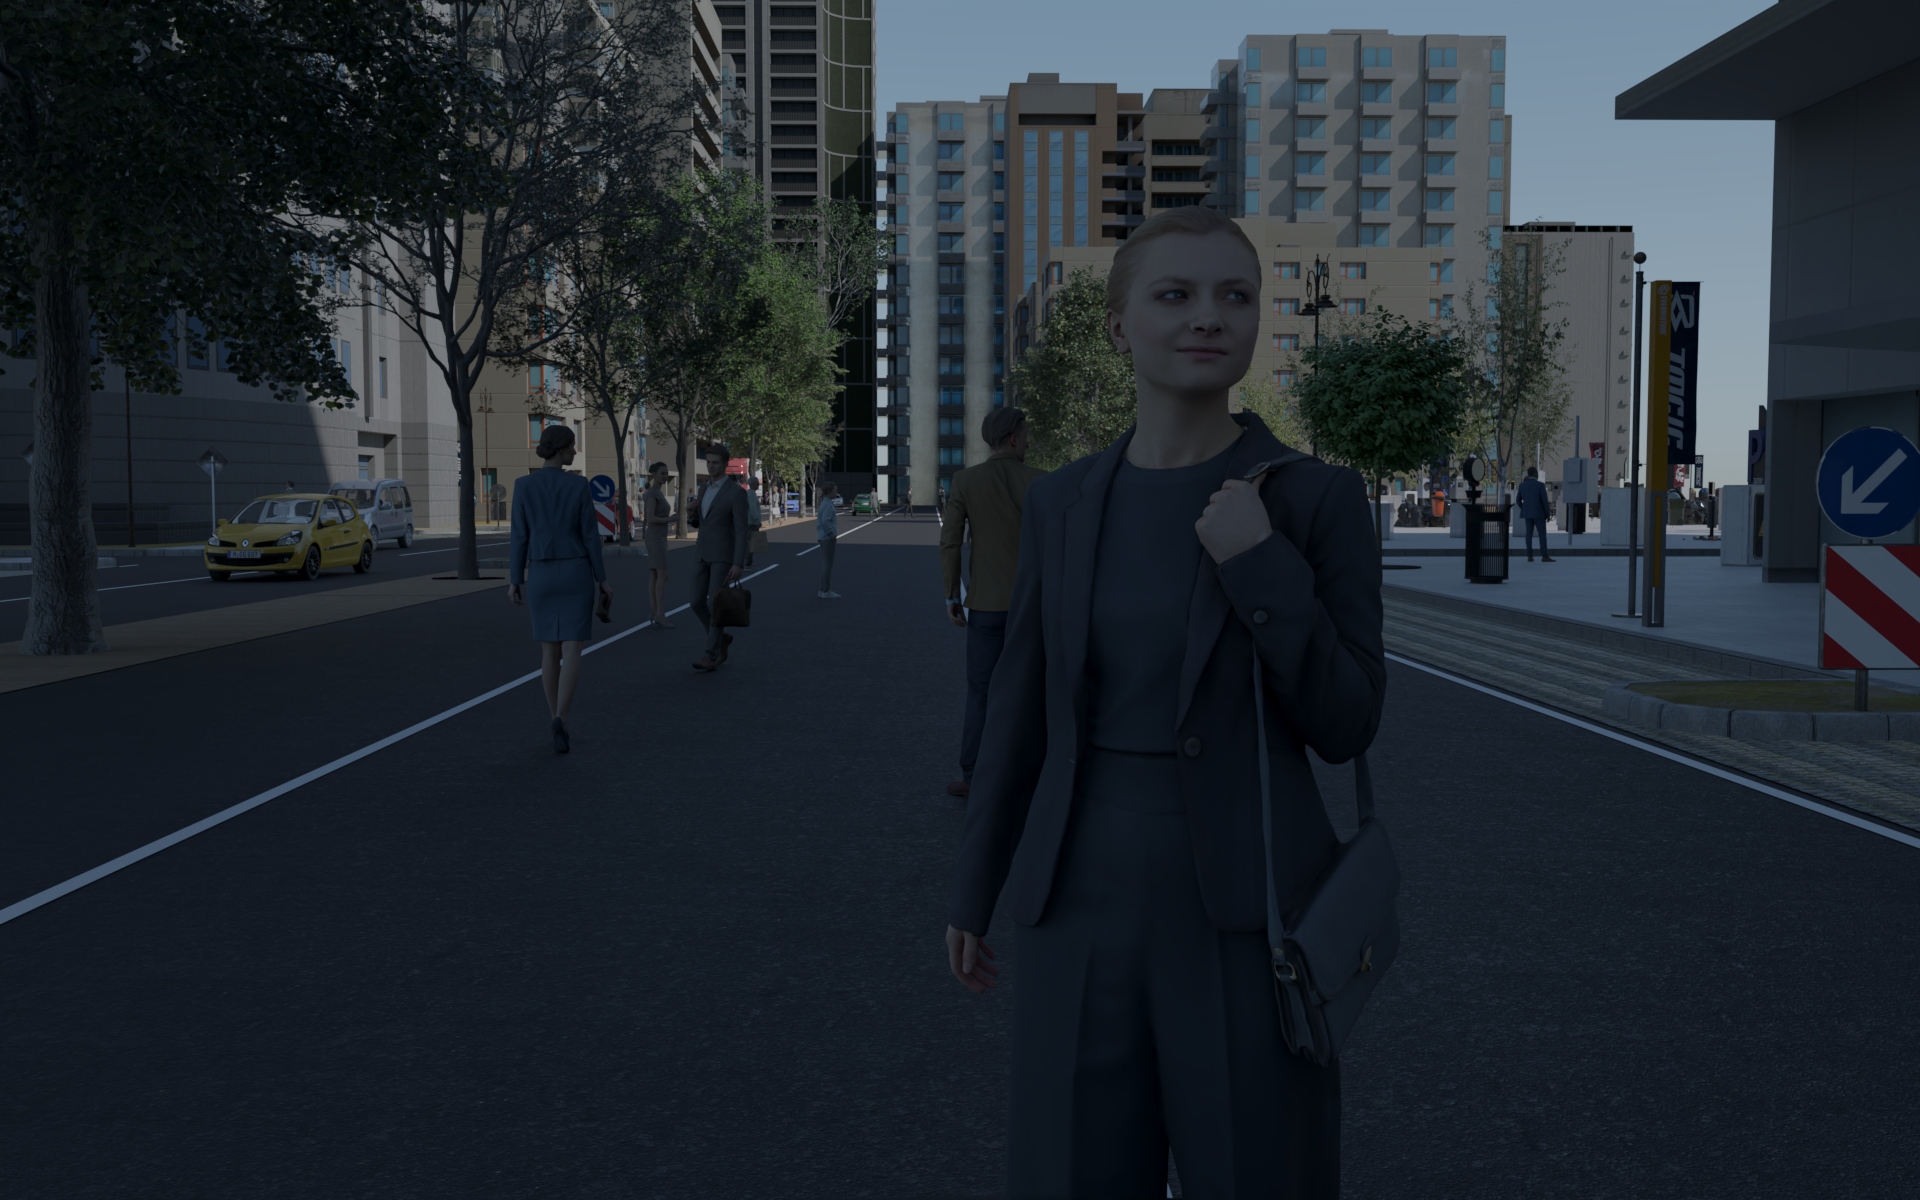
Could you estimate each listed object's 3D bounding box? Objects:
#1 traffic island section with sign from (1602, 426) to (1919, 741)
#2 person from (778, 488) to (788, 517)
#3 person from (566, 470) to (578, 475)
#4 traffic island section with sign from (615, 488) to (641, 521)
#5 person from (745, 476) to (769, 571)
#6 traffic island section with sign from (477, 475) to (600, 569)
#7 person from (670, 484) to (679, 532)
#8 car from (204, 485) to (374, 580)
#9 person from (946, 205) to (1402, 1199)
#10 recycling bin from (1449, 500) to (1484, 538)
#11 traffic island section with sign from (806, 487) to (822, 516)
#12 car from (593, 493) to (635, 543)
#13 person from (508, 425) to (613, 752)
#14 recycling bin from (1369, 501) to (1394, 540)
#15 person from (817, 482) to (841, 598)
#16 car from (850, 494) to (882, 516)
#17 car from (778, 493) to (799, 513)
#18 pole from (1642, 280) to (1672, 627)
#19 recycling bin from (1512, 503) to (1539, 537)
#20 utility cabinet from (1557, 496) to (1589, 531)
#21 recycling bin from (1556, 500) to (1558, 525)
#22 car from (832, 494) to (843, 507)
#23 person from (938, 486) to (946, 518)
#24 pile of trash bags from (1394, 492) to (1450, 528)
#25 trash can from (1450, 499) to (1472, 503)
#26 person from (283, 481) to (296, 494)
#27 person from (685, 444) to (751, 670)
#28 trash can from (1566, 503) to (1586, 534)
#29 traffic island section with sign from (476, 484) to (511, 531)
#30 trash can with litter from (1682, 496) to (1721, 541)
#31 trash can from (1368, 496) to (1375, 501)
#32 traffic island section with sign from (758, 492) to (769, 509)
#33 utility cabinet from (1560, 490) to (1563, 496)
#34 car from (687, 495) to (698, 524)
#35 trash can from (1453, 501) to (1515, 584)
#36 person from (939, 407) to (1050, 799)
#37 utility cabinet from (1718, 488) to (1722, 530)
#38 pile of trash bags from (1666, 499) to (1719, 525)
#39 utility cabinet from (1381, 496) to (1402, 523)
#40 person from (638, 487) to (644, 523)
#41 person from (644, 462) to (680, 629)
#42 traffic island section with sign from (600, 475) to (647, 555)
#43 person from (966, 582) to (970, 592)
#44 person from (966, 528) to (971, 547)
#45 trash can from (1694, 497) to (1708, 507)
[{"bbox_3d":[5.224,-0.141,10.928,1.989,1.847,2.006,0,4,-1],"label":"traffic island section with sign"},{"bbox_3d":[-11.025,-6.078,108.061,0.709,1.800,0.728,1,4,21],"label":"person"},{"bbox_3d":[-5.933,-1.107,26.822,0.699,1.804,1.509,0,4,-6],"label":"person"},{"bbox_3d":[-18.434,-5.232,94.177,1.989,1.847,2.006,0,4,-1],"label":"traffic island section with sign"},{"bbox_3d":[-3.890,-1.423,32.251,0.515,1.767,0.782,-1,4,-23],"label":"person"},{"bbox_3d":[-8.319,-1.579,33.961,2.006,1.907,1.989,0,4,-1],"label":"traffic island section with sign"},{"bbox_3d":[-10.474,-3.403,64.358,0.641,1.798,0.478,-2,4,-27],"label":"person"},{"bbox_3d":[-11.570,-1.207,29.957,2.015,1.641,3.980,0,4,0],"label":"car"},{"bbox_3d":[0.257,0.413,2.173,0.576,1.772,0.534,0,4,5],"label":"person"},{"bbox_3d":[14.866,-2.340,50.807,0.722,1.027,0.722,-1,4,-14],"label":"recycling bin"},{"bbox_3d":[-9.639,-6.628,116.496,2.006,1.907,1.989,0,4,-1],"label":"traffic island section with sign"},{"bbox_3d":[-11.076,-2.658,52.505,2.155,1.783,4.494,0,4,0],"label":"car"},{"bbox_3d":[-2.284,-0.075,9.756,0.581,1.822,0.654,0,4,8],"label":"person"},{"bbox_3d":[11.675,-2.184,48.267,0.722,1.027,0.722,2,4,24],"label":"recycling bin"},{"bbox_3d":[-1.814,-0.831,23.902,0.330,1.601,0.589,0,4,-4],"label":"person"},{"bbox_3d":[-6.203,-6.274,114.381,2.131,1.459,4.920,0,4,-3],"label":"car"},{"bbox_3d":[-12.486,-7.253,128.179,1.945,1.707,3.694,0,4,-1],"label":"car"},{"bbox_3d":[6.698,-1.395,16.645,0.158,3.312,0.155,0,3,0],"label":"pole"},{"bbox_3d":[17.047,-2.403,51.848,0.722,1.027,0.722,-2,4,-33],"label":"recycling bin"},{"bbox_3d":[21.467,-3.026,60.633,0.306,1.237,1.020,-3,5,-42],"label":"utility cabinet"},{"bbox_3d":[25.124,-3.603,71.470,0.722,1.027,0.722,-1,4,-21],"label":"recycling bin"},{"bbox_3d":[-13.688,-10.773,188.141,2.014,1.417,4.499,0,3,0],"label":"car"},{"bbox_3d":[-1.092,-5.863,103.726,0.474,1.900,0.648,0,4,-6],"label":"person"},{"bbox_3d":[17.935,-3.467,66.432,1.912,1.369,3.447,0,4,-1],"label":"pile of trash bags"},{"bbox_3d":[15.765,-2.621,54.503,0.748,1.137,0.748,0,3,0],"label":"trash can"},{"bbox_3d":[-18.367,-2.359,47.246,0.473,1.802,0.592,2,4,31],"label":"person"},{"bbox_3d":[-1.971,-0.348,14.156,0.622,1.834,0.822,1,4,23],"label":"person"},{"bbox_3d":[19.682,-2.672,55.335,0.748,1.137,0.748,0,3,0],"label":"trash can"},{"bbox_3d":[-18.003,-3.584,67.225,1.989,1.847,2.006,0,4,-1],"label":"traffic island section with sign"},{"bbox_3d":[21.069,-2.280,48.332,1.678,1.210,2.233,1,4,19],"label":"trash can with litter"},{"bbox_3d":[27.139,-6.284,114.394,0.748,1.137,0.748,0,3,0],"label":"trash can"},{"bbox_3d":[-19.655,-9.886,170.264,1.989,1.847,2.006,0,4,-1],"label":"traffic island section with sign"},{"bbox_3d":[35.368,-5.598,100.204,1.173,1.500,0.318,3,5,43],"label":"utility cabinet"},{"bbox_3d":[-12.433,-4.350,83.120,2.014,1.417,4.499,0,4,-1],"label":"car"},{"bbox_3d":[7.575,-0.809,24.888,0.748,1.137,0.748,0,3,0],"label":"trash can"},{"bbox_3d":[0.262,0.023,8.031,0.656,1.842,0.836,-2,4,-35],"label":"person"},{"bbox_3d":[26.923,-3.170,60.501,0.318,1.500,1.173,0,4,-1],"label":"utility cabinet"},{"bbox_3d":[29.958,-3.833,72.426,3.447,1.369,1.912,0,4,1],"label":"pile of trash bags"},{"bbox_3d":[18.811,-3.956,75.840,1.020,1.237,0.306,-1,4,-11],"label":"utility cabinet"},{"bbox_3d":[-15.737,-4.754,86.584,0.716,1.782,0.532,1,4,15],"label":"person"},{"bbox_3d":[-3.216,-0.602,18.686,0.374,1.781,0.599,0,4,-3],"label":"person"},{"bbox_3d":[-8.428,-2.032,41.367,2.006,1.907,1.989,0,4,-1],"label":"traffic island section with sign"},{"bbox_3d":[0.438,-0.894,23.214,0.850,1.850,0.679,2,4,35],"label":"person"},{"bbox_3d":[0.405,-2.305,46.362,0.526,1.800,0.537,1,4,21],"label":"person"},{"bbox_3d":[38.289,-4.762,89.509,0.748,1.137,0.748,0,3,0],"label":"trash can"}]
